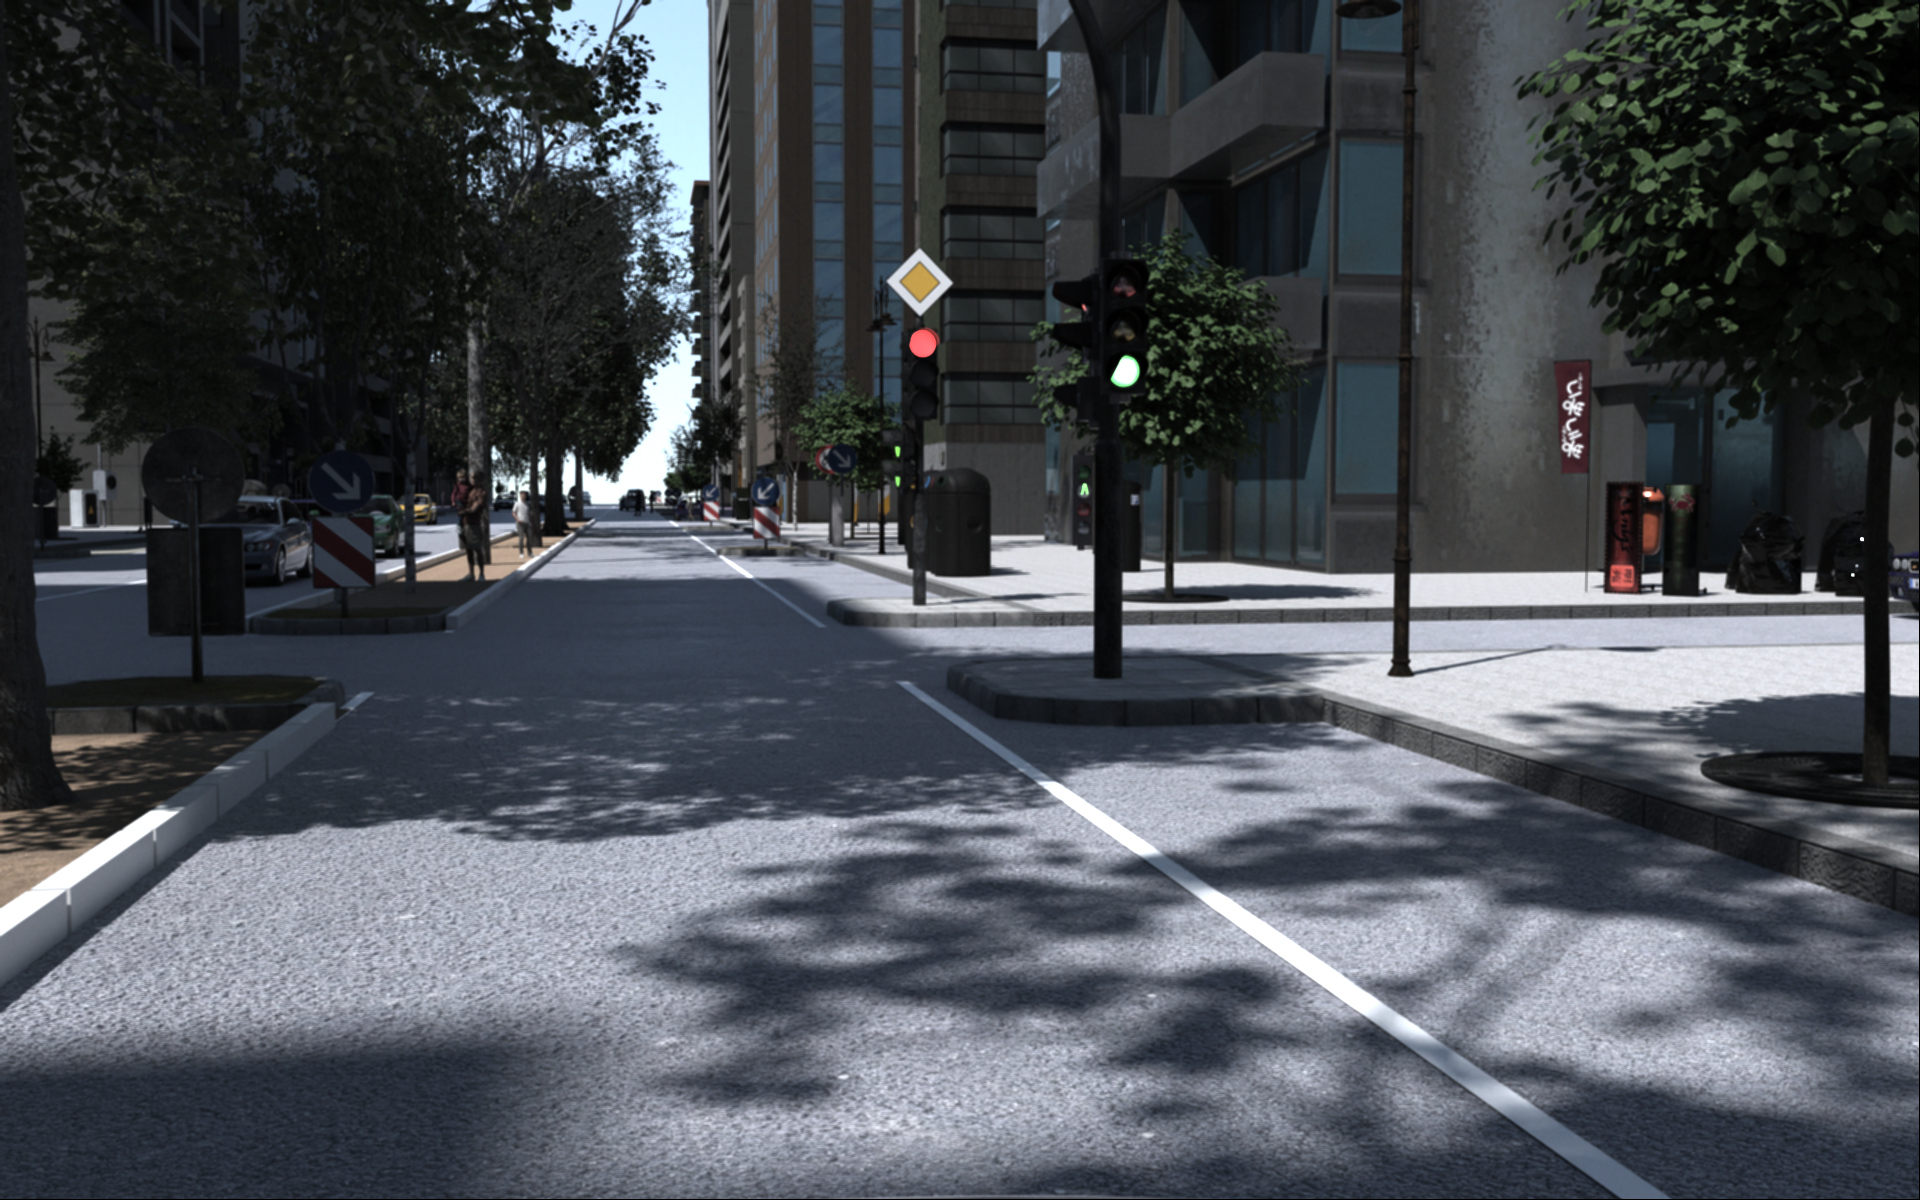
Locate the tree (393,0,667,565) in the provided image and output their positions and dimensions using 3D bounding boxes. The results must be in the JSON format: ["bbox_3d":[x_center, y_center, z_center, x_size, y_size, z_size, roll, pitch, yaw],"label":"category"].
[{"bbox_3d":[-8.298,-10.719,33.609,12.611,20.169,13.585,0,3,0],"label":"tree"}]

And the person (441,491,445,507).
[{"bbox_3d":[-50.947,-9.869,170.781,0.530,1.710,0.541,-1,4,-11],"label":"person"}]

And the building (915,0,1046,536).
[{"bbox_3d":[5.191,-17.653,60.330,14.160,30.474,14.107,-1,4,-11],"label":"building"}]

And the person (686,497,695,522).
[{"bbox_3d":[-13.763,-4.623,88.366,0.640,1.303,0.475,2,4,35],"label":"person"}]

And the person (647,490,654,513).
[{"bbox_3d":[-23.953,-7.628,134.046,0.721,1.723,1.217,-2,4,-27],"label":"person"}]

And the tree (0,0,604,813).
[{"bbox_3d":[-4.179,-5.295,7.158,7.486,12.596,7.792,0,3,0],"label":"tree"}]

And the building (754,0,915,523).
[{"bbox_3d":[-2.366,-26.442,82.438,14.600,45.320,14.200,-1,4,-11],"label":"building"}]

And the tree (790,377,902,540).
[{"bbox_3d":[-3.100,-3.966,48.556,4.285,4.588,4.351,0,3,0],"label":"tree"}]

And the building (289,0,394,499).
[{"bbox_3d":[-54.016,-30.691,125.497,21.300,48.544,21.600,-1,4,-11],"label":"building"}]

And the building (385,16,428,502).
[{"bbox_3d":[-52.583,-30.210,144.052,14.600,45.320,14.200,-1,4,-11],"label":"building"}]

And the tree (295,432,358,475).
[{"bbox_3d":[-32.131,-6.413,88.572,4.285,4.588,4.351,0,3,0],"label":"tree"}]

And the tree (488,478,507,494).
[{"bbox_3d":[-55.666,-13.127,209.219,1.663,3.219,1.824,0,3,0],"label":"tree"}]

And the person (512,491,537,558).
[{"bbox_3d":[-9.741,-1.693,38.773,0.523,1.515,0.503,1,4,12],"label":"person"}]

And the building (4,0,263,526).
[{"bbox_3d":[-43.314,-39.030,76.391,20.563,71.187,20.611,-1,4,-11],"label":"building"}]

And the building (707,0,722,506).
[{"bbox_3d":[-17.803,-40.042,196.680,21.231,58.520,28.212,-1,4,-11],"label":"building"}]

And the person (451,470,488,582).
[{"bbox_3d":[-7.974,-1.206,28.200,0.580,1.828,0.573,-1,4,-10],"label":"person"}]

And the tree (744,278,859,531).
[{"bbox_3d":[-5.634,-6.714,60.130,4.360,8.622,3.978,0,3,0],"label":"tree"}]

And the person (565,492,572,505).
[{"bbox_3d":[-50.728,-13.160,224.495,0.721,1.723,1.217,2,4,31],"label":"person"}]

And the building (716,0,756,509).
[{"bbox_3d":[-10.667,-32.616,156.973,21.300,48.544,21.600,-1,4,-11],"label":"building"}]

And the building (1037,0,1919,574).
[{"bbox_3d":[16.640,-25.583,37.896,30.456,49.044,23.786,-1,4,-11],"label":"building"}]

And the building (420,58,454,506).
[{"bbox_3d":[-66.787,-34.703,187.002,23.786,49.044,30.456,-1,4,-11],"label":"building"}]

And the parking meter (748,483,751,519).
[{"bbox_3d":[-10.886,-5.185,90.493,0.255,1.863,0.399,2,4,24],"label":"parking meter"}]

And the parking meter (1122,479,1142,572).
[{"bbox_3d":[2.789,-1.229,28.500,0.372,1.533,0.369,0,3,0],"label":"parking meter"}]

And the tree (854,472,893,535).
[{"bbox_3d":[-2.868,-3.692,54.964,1.663,3.219,1.824,0,3,0],"label":"tree"}]

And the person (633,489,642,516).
[{"bbox_3d":[-21.461,-6.485,114.974,0.568,1.767,0.683,1,4,22],"label":"person"}]

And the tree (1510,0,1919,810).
[{"bbox_3d":[4.162,-1.460,7.587,4.285,4.588,4.351,0,3,0],"label":"tree"}]

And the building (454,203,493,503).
[{"bbox_3d":[-71.206,-33.666,234.038,14.154,41.232,14.086,-1,4,-11],"label":"building"}]

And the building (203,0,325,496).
[{"bbox_3d":[-53.199,-31.275,100.586,28.713,52.752,27.495,-1,4,-11],"label":"building"}]

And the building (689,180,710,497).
[{"bbox_3d":[-25.831,-35.736,238.906,22.147,44.769,28.867,-1,4,-11],"label":"building"}]

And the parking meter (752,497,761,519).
[{"bbox_3d":[-9.256,-4.501,79.307,0.255,1.863,0.399,0,4,2],"label":"parking meter"}]

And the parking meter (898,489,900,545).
[{"bbox_3d":[-1.351,-2.317,43.602,0.399,1.863,0.255,1,4,12],"label":"parking meter"}]

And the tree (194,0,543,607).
[{"bbox_3d":[-7.993,-4.409,24.903,4.737,8.622,4.395,0,3,0],"label":"tree"}]

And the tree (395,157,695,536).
[{"bbox_3d":[-13.813,-8.489,58.264,9.611,12.733,9.660,0,3,0],"label":"tree"}]

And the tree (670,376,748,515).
[{"bbox_3d":[-14.859,-9.563,106.716,4.737,8.622,4.395,0,3,0],"label":"tree"}]

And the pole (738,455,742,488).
[{"bbox_3d":[-11.459,-5.903,90.354,0.158,3.312,0.155,0,3,0],"label":"pole"}]

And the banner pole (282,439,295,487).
[{"bbox_3d":[-30.299,-5.387,78.099,0.863,3.779,0.401,1,4,20],"label":"banner pole"}]

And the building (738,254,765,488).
[{"bbox_3d":[-2.301,-17.657,133.730,27.650,21.520,28.899,-1,4,-11],"label":"building"}]

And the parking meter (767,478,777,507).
[{"bbox_3d":[-6.901,-3.524,63.327,0.399,1.863,0.255,0,4,4],"label":"parking meter"}]

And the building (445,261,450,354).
[{"bbox_3d":[-75.812,-31.886,213.221,32.217,40.220,23.993,-1,4,-11],"label":"building"}]

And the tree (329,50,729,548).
[{"bbox_3d":[-11.351,-8.135,45.842,12.009,13.543,11.850,0,3,0],"label":"tree"}]

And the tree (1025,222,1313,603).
[{"bbox_3d":[2.614,-2.273,20.877,4.285,4.588,4.351,0,3,0],"label":"tree"}]

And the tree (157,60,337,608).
[{"bbox_3d":[-7.101,-4.084,19.585,4.737,8.622,4.395,0,3,0],"label":"tree"}]

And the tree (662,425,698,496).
[{"bbox_3d":[-28.907,-14.091,180.752,4.360,8.622,3.978,0,3,0],"label":"tree"}]

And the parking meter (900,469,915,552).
[{"bbox_3d":[-1.046,-2.007,38.532,0.399,1.863,0.255,1,4,16],"label":"parking meter"}]

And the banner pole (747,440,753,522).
[{"bbox_3d":[-9.675,-5.536,80.528,0.401,3.779,0.863,0,4,-1],"label":"banner pole"}]

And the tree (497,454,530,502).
[{"bbox_3d":[-61.423,-17.768,240.874,4.360,8.622,3.978,0,3,0],"label":"tree"}]

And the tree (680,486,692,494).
[{"bbox_3d":[-31.567,-12.590,200.454,1.663,3.219,1.824,0,3,0],"label":"tree"}]

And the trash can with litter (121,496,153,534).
[{"bbox_3d":[-26.771,-2.789,56.657,1.678,1.210,2.233,-1,4,-12],"label":"trash can with litter"}]

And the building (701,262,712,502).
[{"bbox_3d":[-25.470,-27.271,217.582,14.160,30.474,14.107,-1,4,-11],"label":"building"}]

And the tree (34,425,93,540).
[{"bbox_3d":[-25.402,-3.302,48.587,1.663,3.219,1.824,0,3,0],"label":"tree"}]

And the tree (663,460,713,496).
[{"bbox_3d":[-24.210,-10.743,159.355,4.285,4.588,4.351,0,3,0],"label":"tree"}]
